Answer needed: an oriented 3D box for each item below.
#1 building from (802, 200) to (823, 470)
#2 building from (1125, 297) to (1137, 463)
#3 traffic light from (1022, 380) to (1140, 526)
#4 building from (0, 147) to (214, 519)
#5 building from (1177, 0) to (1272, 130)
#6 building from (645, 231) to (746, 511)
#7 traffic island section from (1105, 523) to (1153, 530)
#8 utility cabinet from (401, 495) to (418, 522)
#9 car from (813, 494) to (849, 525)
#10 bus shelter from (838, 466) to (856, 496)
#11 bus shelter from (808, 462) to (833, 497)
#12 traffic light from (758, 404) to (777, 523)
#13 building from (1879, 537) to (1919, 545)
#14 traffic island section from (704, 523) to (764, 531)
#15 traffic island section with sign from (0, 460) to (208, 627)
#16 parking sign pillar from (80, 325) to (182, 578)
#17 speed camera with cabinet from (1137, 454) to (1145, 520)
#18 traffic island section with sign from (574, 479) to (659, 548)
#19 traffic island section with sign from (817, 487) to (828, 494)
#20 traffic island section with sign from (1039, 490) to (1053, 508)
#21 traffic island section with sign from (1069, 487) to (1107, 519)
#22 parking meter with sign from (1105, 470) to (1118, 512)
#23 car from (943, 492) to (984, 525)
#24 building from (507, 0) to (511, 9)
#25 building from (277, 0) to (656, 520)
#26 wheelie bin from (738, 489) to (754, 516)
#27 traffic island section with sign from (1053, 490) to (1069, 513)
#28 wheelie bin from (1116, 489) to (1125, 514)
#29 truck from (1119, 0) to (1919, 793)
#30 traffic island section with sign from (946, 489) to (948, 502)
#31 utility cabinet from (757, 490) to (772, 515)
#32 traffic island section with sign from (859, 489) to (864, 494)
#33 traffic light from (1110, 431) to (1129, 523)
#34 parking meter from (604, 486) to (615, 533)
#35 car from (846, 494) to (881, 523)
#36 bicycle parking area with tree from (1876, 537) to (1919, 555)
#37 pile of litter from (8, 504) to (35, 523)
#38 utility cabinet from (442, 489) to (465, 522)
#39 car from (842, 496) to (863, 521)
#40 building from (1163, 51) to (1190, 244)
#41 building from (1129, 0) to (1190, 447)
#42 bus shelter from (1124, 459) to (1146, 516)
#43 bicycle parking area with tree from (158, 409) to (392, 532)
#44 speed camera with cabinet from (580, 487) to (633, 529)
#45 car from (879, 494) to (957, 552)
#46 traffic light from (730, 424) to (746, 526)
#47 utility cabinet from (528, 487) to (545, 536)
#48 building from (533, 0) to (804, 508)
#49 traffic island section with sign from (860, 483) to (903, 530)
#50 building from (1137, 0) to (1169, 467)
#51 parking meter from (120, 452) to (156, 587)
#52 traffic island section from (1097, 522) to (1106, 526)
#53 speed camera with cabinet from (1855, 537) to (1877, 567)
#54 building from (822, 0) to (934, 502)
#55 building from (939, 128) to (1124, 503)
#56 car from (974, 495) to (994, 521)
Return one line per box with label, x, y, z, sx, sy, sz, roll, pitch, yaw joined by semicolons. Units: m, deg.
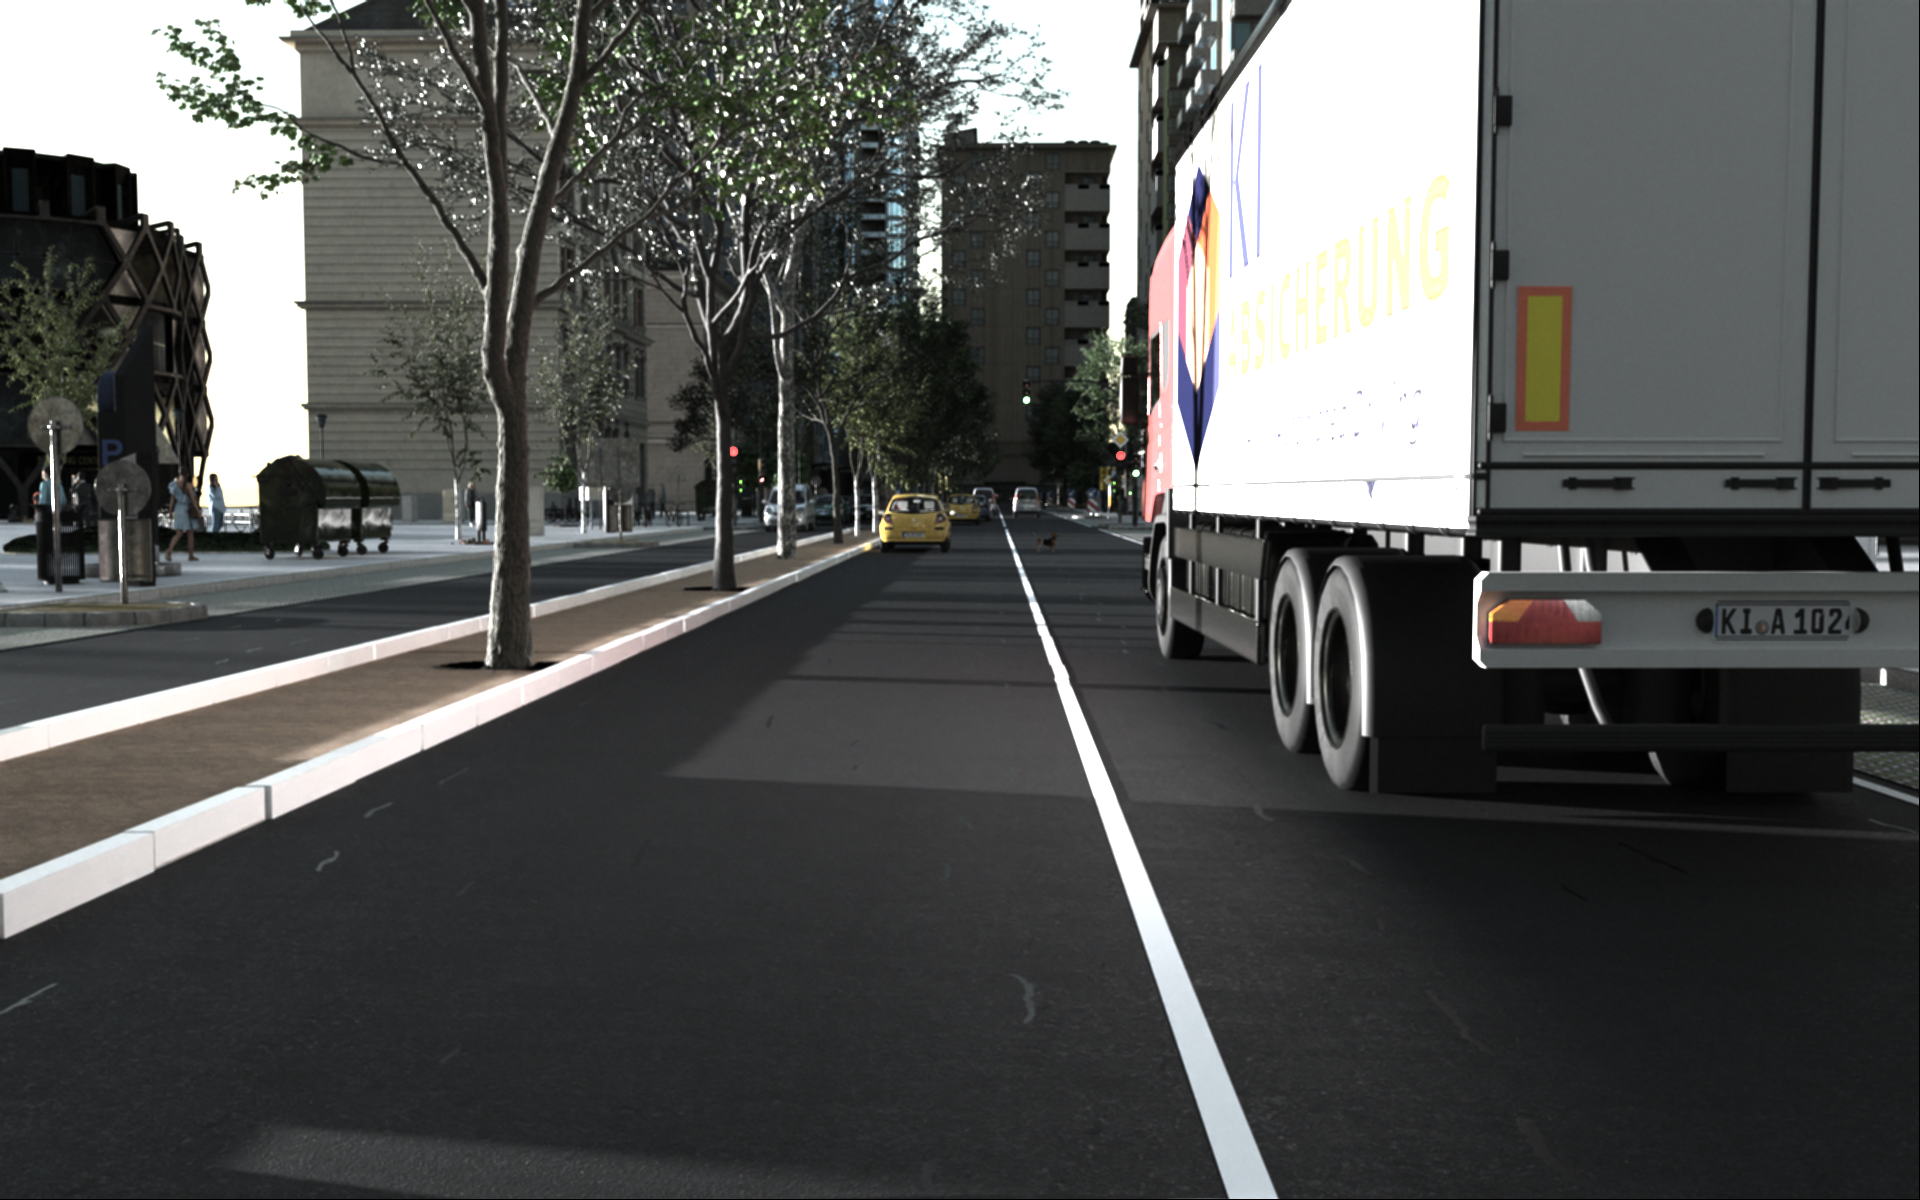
building;-24.240;-32.400;213.326;14.086;41.232;14.154;0;4;1
building;31.246;-29.286;250.527;14.107;30.474;14.160;0;4;1
traffic light;4.858;-5.765;68.929;4.771;5.953;1.251;0;4;1
building;-50.486;-13.827;93.515;16.811;18.784;16.820;0;4;1
building;28.957;-31.576;135.884;23.786;49.044;30.456;0;4;1
building;-23.233;-17.006;128.950;10.553;20.767;40.483;0;4;1
traffic island section;6.991;-2.866;69.144;2.009;0.180;2.903;0;4;1
utility cabinet;-25.172;-4.165;79.251;0.306;1.237;1.020;-3;5;-43
car;-6.223;-4.256;81.377;2.131;1.459;4.920;0;4;1
bus shelter;-9.956;-9.575;147.833;1.731;3.624;6.357;0;4;1
bus shelter;-10.757;-8.556;131.173;1.731;3.624;6.357;0;4;1
traffic light;-6.762;-6.277;77.298;4.771;5.953;1.251;0;4;1
building;32.853;-21.766;47.760;32.217;40.220;23.993;0;4;1
traffic island section;-9.048;-2.885;69.454;2.009;0.180;2.903;0;4;1
traffic island section with sign;-9.683;-0.665;19.500;1.989;1.847;2.006;0;4;1
parking sign pillar;-13.029;-2.364;27.118;1.447;3.967;1.447;0;4;-5
speed camera with cabinet;9.691;-5.600;85.895;2.038;3.252;0.660;2;4;24
traffic island section with sign;-9.155;-2.313;46.450;1.989;1.847;2.006;0;4;1
traffic island section with sign;-8.094;-5.740;102.468;1.989;1.847;2.006;0;4;1
traffic island section with sign;9.097;-10.420;178.989;1.989;1.847;2.006;0;4;1
traffic island section with sign;7.621;-5.694;101.722;1.989;1.847;2.006;0;4;1
parking meter with sign;10.902;-7.887;125.209;0.543;3.016;1.738;1;4;21
car;0.109;-4.413;82.383;2.015;1.641;3.980;0;4;2
building;-47.174;-54.808;208.777;31.000;86.520;22.319;0;4;1
building;-25.781;-18.901;96.424;14.401;28.519;23.554;0;4;1
wheelie bin;-12.332;-5.639;100.103;0.980;1.594;0.693;0;4;1
traffic island section with sign;8.145;-7.343;128.689;1.989;1.847;2.006;0;4;1
wheelie bin;10.353;-6.227;109.725;0.693;1.594;0.980;3;4;36
truck;2.948;-1.392;11.666;2.839;4.237;11.283;0;4;0
traffic island section with sign;-1.384;-8.805;152.103;2.006;1.907;1.989;0;4;1
utility cabinet;-11.456;-5.748;102.652;1.173;1.500;0.318;0;4;-3
traffic island section with sign;-7.541;-7.472;130.794;1.989;1.847;2.006;0;4;1
traffic light;7.103;-5.388;77.015;0.839;4.253;0.868;0;4;1
parking meter;-11.694;-3.022;57.818;0.372;1.533;0.369;0;3;0
car;-4.935;-4.711;86.816;2.009;1.686;4.222;0;4;2
bicycle parking area with tree;19.332;-2.775;32.369;9.016;4.147;8.231;-1;4;-12
pile of litter;-42.601;-3.948;78.522;1.176;0.858;1.719;-1;4;-12
utility cabinet;-22.750;-4.226;77.778;1.173;1.500;0.318;2;4;35
car;-5.941;-4.922;93.061;1.945;1.354;3.894;0;4;3
building;25.990;-29.369;163.779;14.154;41.232;14.086;0;4;1
building;33.323;-36.404;184.447;28.713;52.752;27.495;0;4;1
bus shelter;10.522;-6.390;98.406;2.014;3.302;5.546;0;4;1
bicycle parking area with tree;-24.828;-4.513;60.789;8.231;4.147;9.016;-3;4;-36
speed camera with cabinet;-13.048;-4.254;63.890;0.660;3.252;2.038;3;5;40
car;-1.104;-2.077;44.180;2.015;1.641;3.980;0;4;1
traffic light;-9.008;-4.917;69.319;0.839;4.253;0.868;0;4;1
utility cabinet;-13.197;-2.676;52.425;1.173;1.500;0.318;0;4;6
building;-27.092;-38.162;165.946;21.231;58.520;28.212;0;4;1
traffic island section with sign;-2.961;-3.758;69.572;2.006;1.907;1.989;0;4;1
building;30.267;-47.077;207.955;20.563;71.187;20.611;0;4;1
parking meter;-11.457;-1.126;24.123;0.399;1.863;0.255;1;4;23
traffic island section;7.143;-3.355;77.128;2.009;0.180;2.903;0;4;1
speed camera with cabinet;9.146;-1.423;17.605;0.660;3.252;2.038;-1;4;-12
building;-18.884;-57.577;254.049;31.000;86.520;22.319;0;4;1
building;10.580;-40.851;257.146;27.495;52.752;28.713;0;4;1
car;0.782;-4.908;92.250;2.014;1.417;4.499;0;4;3
